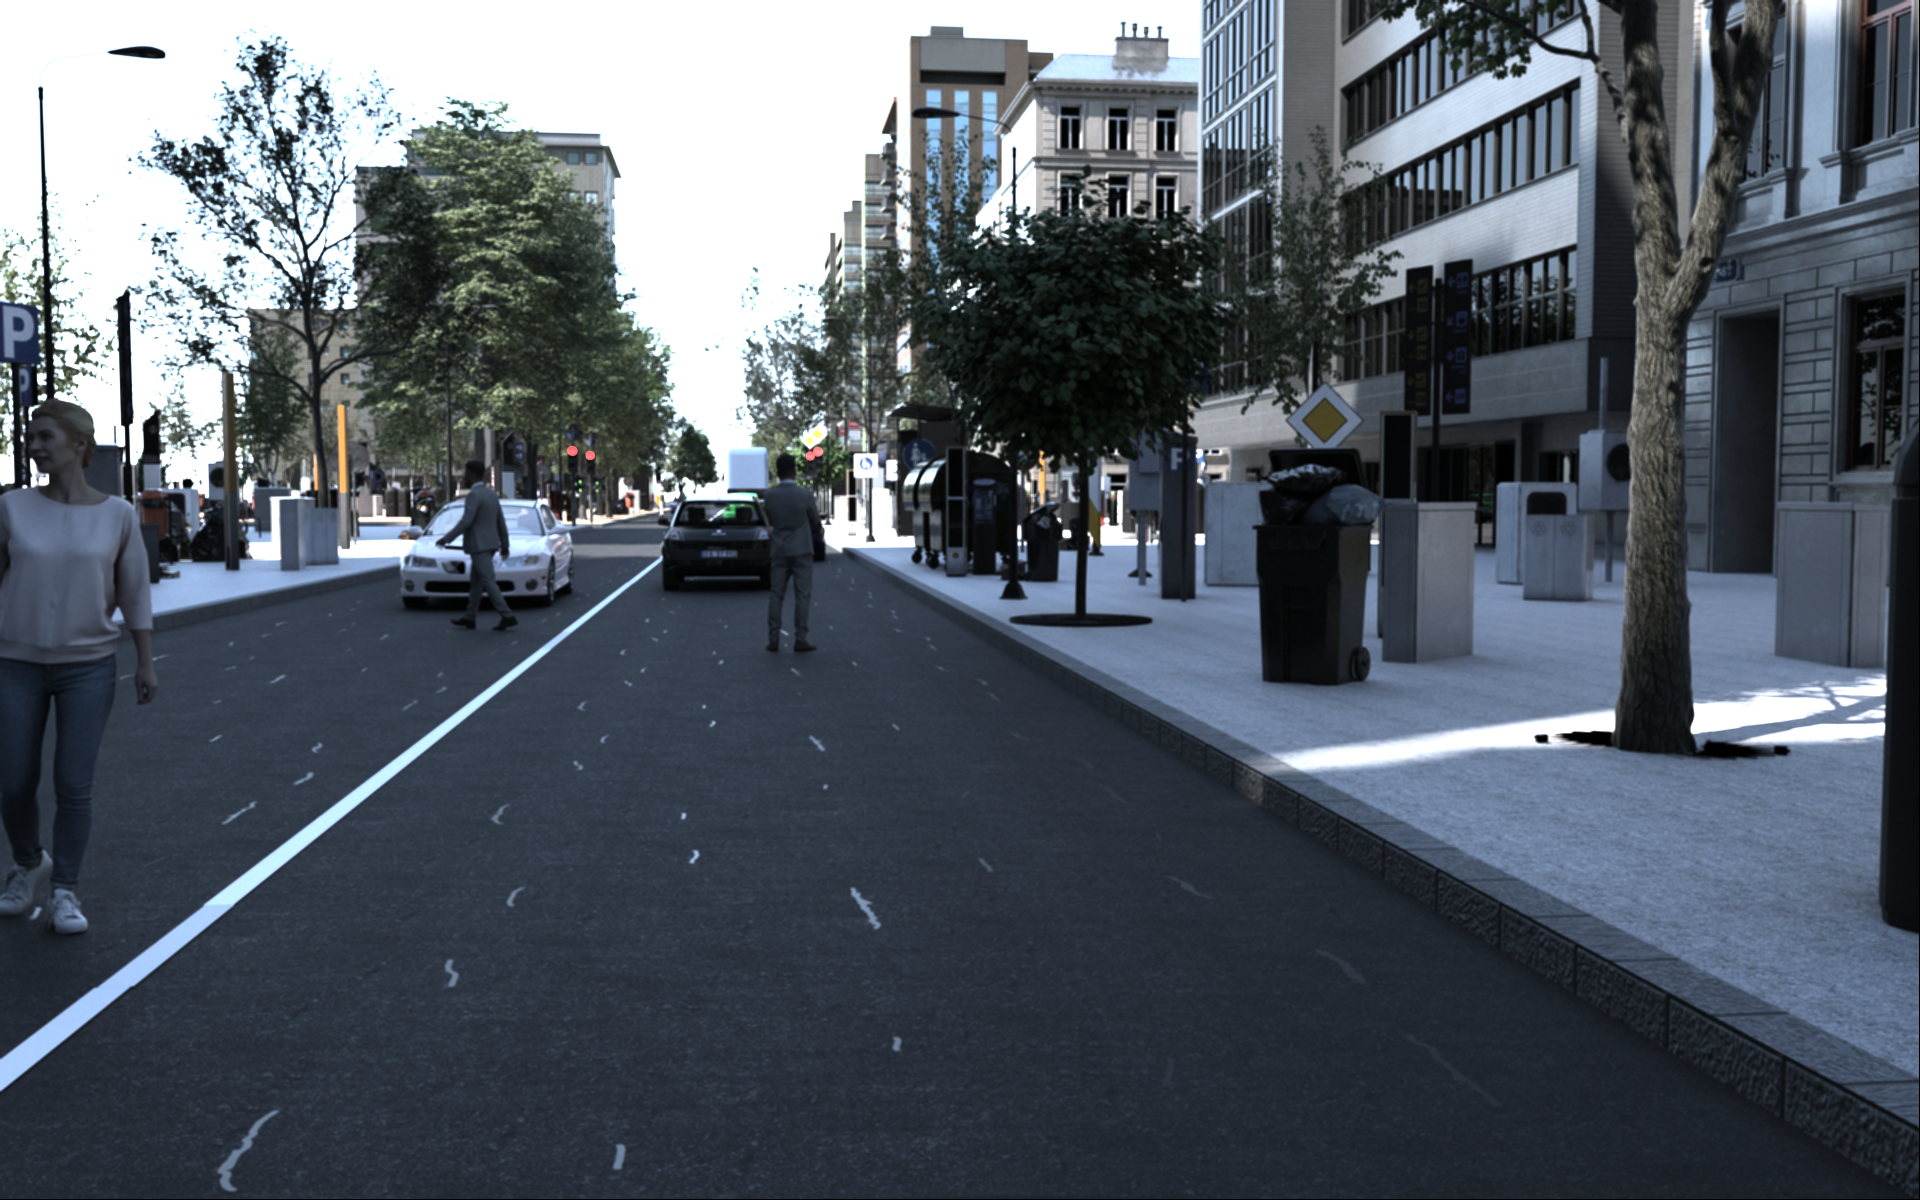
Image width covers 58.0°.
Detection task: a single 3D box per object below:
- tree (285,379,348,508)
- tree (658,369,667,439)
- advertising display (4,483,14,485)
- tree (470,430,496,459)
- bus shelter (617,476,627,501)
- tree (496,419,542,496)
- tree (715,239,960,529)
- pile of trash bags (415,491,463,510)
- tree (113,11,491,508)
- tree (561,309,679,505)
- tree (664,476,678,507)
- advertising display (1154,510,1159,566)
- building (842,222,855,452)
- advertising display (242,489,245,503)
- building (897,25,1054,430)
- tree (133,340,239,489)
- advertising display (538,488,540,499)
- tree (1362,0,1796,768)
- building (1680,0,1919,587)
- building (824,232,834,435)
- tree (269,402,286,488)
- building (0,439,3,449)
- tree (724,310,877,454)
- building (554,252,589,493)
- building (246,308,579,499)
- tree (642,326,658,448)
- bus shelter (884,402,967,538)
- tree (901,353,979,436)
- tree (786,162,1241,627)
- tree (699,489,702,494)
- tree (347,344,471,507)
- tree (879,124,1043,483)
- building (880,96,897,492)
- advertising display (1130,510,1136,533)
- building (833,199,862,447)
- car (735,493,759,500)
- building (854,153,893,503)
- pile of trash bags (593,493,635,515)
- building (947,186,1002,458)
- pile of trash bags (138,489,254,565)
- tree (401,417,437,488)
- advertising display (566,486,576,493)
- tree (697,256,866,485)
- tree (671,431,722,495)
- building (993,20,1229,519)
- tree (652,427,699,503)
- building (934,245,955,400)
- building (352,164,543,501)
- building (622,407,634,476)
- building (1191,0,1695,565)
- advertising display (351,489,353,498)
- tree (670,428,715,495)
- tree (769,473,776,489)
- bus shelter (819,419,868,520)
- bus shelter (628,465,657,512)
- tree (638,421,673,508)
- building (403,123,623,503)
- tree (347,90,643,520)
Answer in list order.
[{"bbox_3d":[-39.673,-9.724,109.357,4.360,8.622,3.978,0,3,0],"label":"tree"},{"bbox_3d":[-20.583,-11.174,100.818,7.486,12.596,7.792,0,3,0],"label":"tree"},{"bbox_3d":[-52.753,-5.584,96.504,0.974,1.923,0.123,0,4,6],"label":"advertising display"},{"bbox_3d":[-34.583,-10.338,119.393,4.360,8.622,3.978,0,3,0],"label":"tree"},{"bbox_3d":[-27.085,-9.034,141.625,2.014,3.302,5.546,0,4,-7],"label":"bus shelter"},{"bbox_3d":[-36.990,-11.937,145.531,4.360,8.622,3.978,0,3,0],"label":"tree"},{"bbox_3d":[-3.125,-7.893,63.467,7.601,10.594,8.767,2,4,31],"label":"tree"},{"bbox_3d":[-15.409,-2.662,53.269,1.912,1.369,3.447,2,4,25],"label":"pile of trash bags"},{"bbox_3d":[-13.040,-6.120,34.468,7.601,10.594,8.767,-1,4,-20],"label":"tree"},{"bbox_3d":[-22.336,-12.546,111.782,9.857,13.997,8.962,0,3,0],"label":"tree"},{"bbox_3d":[-28.055,-10.520,166.603,1.663,3.219,1.824,0,3,0],"label":"tree"},{"bbox_3d":[3.580,-1.560,30.724,0.123,1.923,0.974,0,4,2],"label":"advertising display"},{"bbox_3d":[-10.847,-35.390,262.218,14.154,41.232,14.086,0,4,-7],"label":"building"},{"bbox_3d":[-54.805,-7.776,132.345,0.123,1.923,0.974,-2,4,-29],"label":"advertising display"},{"bbox_3d":[1.407,-31.670,167.922,14.600,45.320,14.200,0,4,-7],"label":"building"},{"bbox_3d":[-37.417,-8.164,83.848,4.360,8.622,3.978,0,3,0],"label":"tree"},{"bbox_3d":[-34.179,-8.213,139.503,0.974,1.923,0.123,2,4,34],"label":"advertising display"},{"bbox_3d":[3.671,-5.058,8.449,9.928,11.665,9.643,0,3,0],"label":"tree"},{"bbox_3d":[18.295,-11.199,19.265,11.583,22.565,21.152,0,4,-7],"label":"building"},{"bbox_3d":[-12.514,-41.494,302.132,21.300,48.544,21.600,0,4,-7],"label":"building"},{"bbox_3d":[-46.224,-10.353,119.641,4.360,8.622,3.978,0,3,0],"label":"tree"},{"bbox_3d":[-42.959,-23.611,40.657,28.867,44.769,22.147,0,4,-7],"label":"building"},{"bbox_3d":[-10.527,-12.555,115.638,12.009,13.543,11.850,0,3,0],"label":"tree"},{"bbox_3d":[-50.217,-26.099,198.412,14.160,30.474,14.107,0,4,-7],"label":"building"},{"bbox_3d":[-54.046,-20.278,176.581,27.650,21.520,28.899,0,4,-7],"label":"building"},{"bbox_3d":[-18.797,-10.154,84.147,7.486,12.596,7.792,0,3,0],"label":"tree"},{"bbox_3d":[-0.964,-3.445,47.615,1.731,3.624,6.357,0,4,-7],"label":"bus shelter"},{"bbox_3d":[-1.042,-8.741,93.271,4.360,8.622,3.978,0,3,0],"label":"tree"},{"bbox_3d":[1.152,-2.051,17.243,4.285,4.588,4.351,0,3,0],"label":"tree"},{"bbox_3d":[-44.808,-21.337,299.225,4.737,8.622,4.395,0,3,0],"label":"tree"},{"bbox_3d":[-25.908,-8.028,81.613,4.360,8.622,3.978,0,3,0],"label":"tree"},{"bbox_3d":[0.184,-5.166,34.822,4.737,8.622,4.395,0,3,0],"label":"tree"},{"bbox_3d":[2.760,-32.760,190.246,22.147,44.769,28.867,0,4,-7],"label":"building"},{"bbox_3d":[5.489,-2.842,51.685,0.974,1.923,0.123,-2,4,-32],"label":"advertising display"},{"bbox_3d":[-8.785,-40.177,280.593,21.300,48.544,21.600,0,4,-7],"label":"building"},{"bbox_3d":[-9.911,-4.316,79.365,1.959,1.807,4.718,0,4,-6],"label":"car"},{"bbox_3d":[-4.985,-32.257,210.993,14.154,41.232,14.086,0,4,-7],"label":"building"},{"bbox_3d":[-20.999,-5.899,106.196,1.912,1.369,3.447,-3,5,-44],"label":"pile of trash bags"},{"bbox_3d":[5.331,-15.701,111.469,10.420,20.320,16.860,0,4,-7],"label":"building"},{"bbox_3d":[-14.695,-1.405,32.728,1.912,1.369,3.447,0,4,-7],"label":"pile of trash bags"},{"bbox_3d":[-44.599,-11.840,143.947,4.737,8.622,4.395,0,3,0],"label":"tree"},{"bbox_3d":[-32.224,-8.463,143.580,0.123,1.923,0.974,3,5,43],"label":"advertising display"},{"bbox_3d":[-14.082,-17.284,138.481,12.611,20.169,13.585,0,3,0],"label":"tree"},{"bbox_3d":[-44.297,-22.821,290.122,9.611,12.733,9.660,0,3,0],"label":"tree"},{"bbox_3d":[15.146,-18.321,96.817,25.104,27.353,12.463,0,4,-7],"label":"building"},{"bbox_3d":[-32.059,-14.700,190.710,4.737,8.622,4.395,0,3,0],"label":"tree"},{"bbox_3d":[5.208,-19.460,137.263,14.460,24.649,34.723,0,4,-7],"label":"building"},{"bbox_3d":[-45.607,-23.480,155.596,14.160,30.474,14.107,0,4,-7],"label":"building"},{"bbox_3d":[-67.934,-26.837,283.818,27.650,21.520,28.899,0,4,-7],"label":"building"},{"bbox_3d":[16.672,-13.862,45.718,14.314,24.678,30.058,0,4,-7],"label":"building"},{"bbox_3d":[-47.470,-7.950,135.197,0.974,1.923,0.123,2,4,33],"label":"advertising display"},{"bbox_3d":[-38.098,-19.001,245.083,7.601,10.594,8.767,0,4,-8],"label":"tree"},{"bbox_3d":[-6.707,-6.008,81.945,4.285,4.588,4.351,0,3,0],"label":"tree"},{"bbox_3d":[-6.040,-6.863,89.836,2.179,5.291,8.768,0,4,-7],"label":"bus shelter"},{"bbox_3d":[-23.621,-9.154,127.305,2.179,5.291,8.768,0,4,-7],"label":"bus shelter"},{"bbox_3d":[-28.555,-12.902,161.307,4.360,8.622,3.978,0,3,0],"label":"tree"},{"bbox_3d":[-64.716,-40.690,254.527,28.713,52.752,27.495,0,4,-7],"label":"building"},{"bbox_3d":[-13.318,-8.024,49.320,7.486,12.596,7.792,0,3,0],"label":"tree"}]
